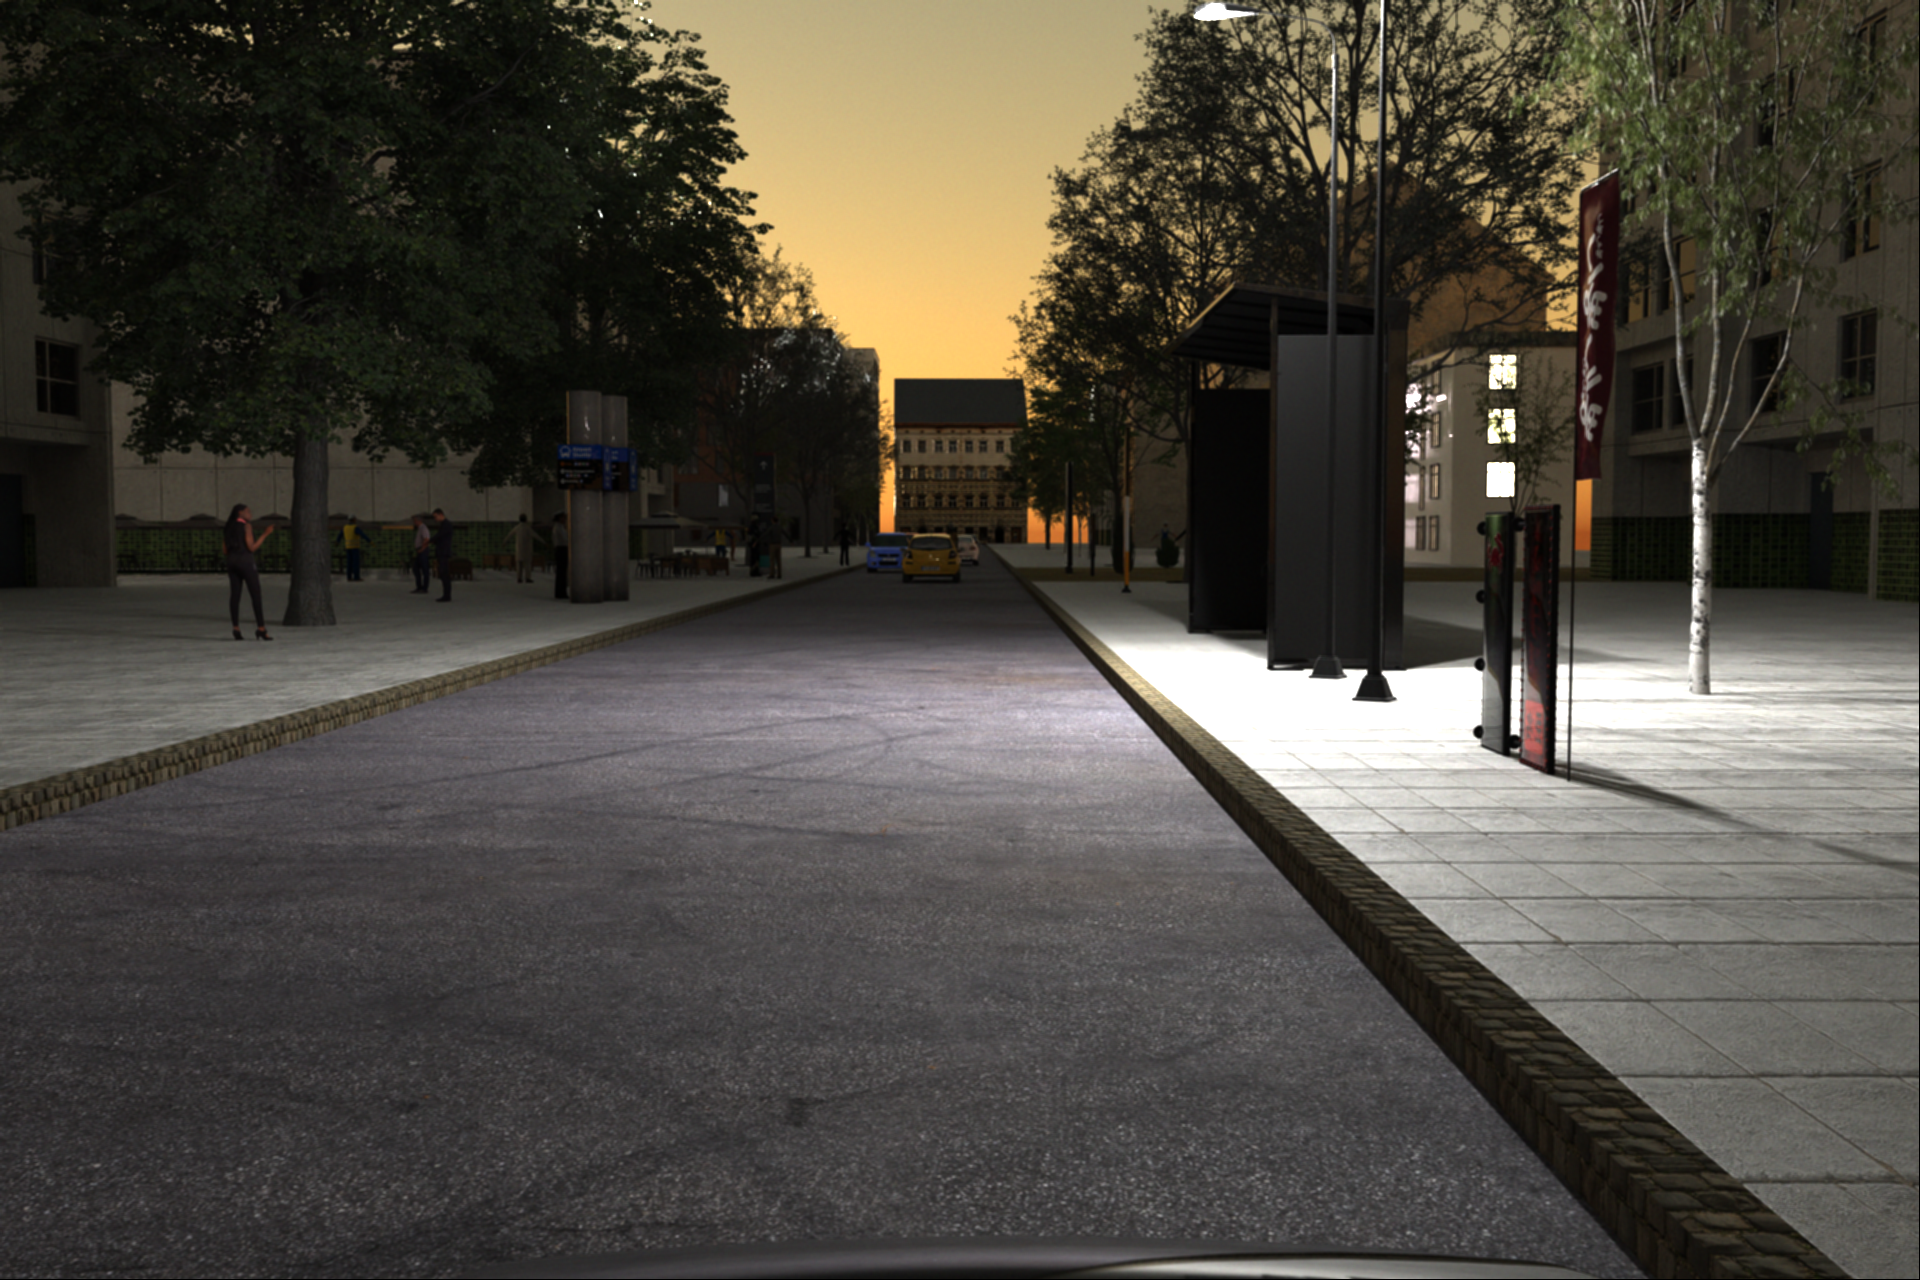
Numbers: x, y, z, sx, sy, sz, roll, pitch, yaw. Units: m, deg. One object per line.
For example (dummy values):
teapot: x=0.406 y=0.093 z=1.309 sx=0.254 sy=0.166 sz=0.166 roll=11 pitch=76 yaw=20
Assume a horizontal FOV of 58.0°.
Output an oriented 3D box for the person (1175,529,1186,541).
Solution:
person: x=9.256 y=-3.891 z=69.808 sx=1.347 sy=1.806 sz=0.705 roll=-1 pitch=4 yaw=-15

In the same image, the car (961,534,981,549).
car: x=0.644 y=-7.520 z=134.959 sx=2.014 sy=1.417 sz=4.499 roll=0 pitch=4 yaw=1

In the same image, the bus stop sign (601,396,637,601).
bus stop sign: x=-6.688 y=-2.706 z=33.267 sx=0.837 sy=3.901 sz=0.837 roll=0 pitch=3 yaw=0

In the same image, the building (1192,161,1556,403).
building: x=25.478 y=-17.161 z=111.505 sx=19.493 sy=23.208 sz=18.063 roll=0 pitch=4 yaw=1

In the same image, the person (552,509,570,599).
person: x=-7.859 y=-1.711 z=34.440 sx=0.721 sy=1.778 sz=1.216 roll=-2 pitch=4 yaw=-30

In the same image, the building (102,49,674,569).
building: x=-24.365 y=-13.020 z=79.340 sx=16.747 sy=18.905 sz=31.486 roll=0 pitch=4 yaw=1

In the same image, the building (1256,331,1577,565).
building: x=21.353 y=-8.791 z=85.877 sx=9.099 sy=9.664 sz=28.070 roll=0 pitch=4 yaw=1

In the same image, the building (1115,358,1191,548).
building: x=25.460 y=-20.674 z=168.945 sx=19.493 sy=23.208 sz=18.063 roll=0 pitch=4 yaw=1

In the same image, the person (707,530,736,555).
person: x=-10.553 y=-4.303 z=76.533 sx=1.347 sy=1.806 sz=0.705 roll=-1 pitch=4 yaw=-21

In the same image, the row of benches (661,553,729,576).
row of benches: x=-8.489 y=-2.422 z=55.059 sx=1.422 sy=0.672 sz=4.104 roll=-2 pitch=4 yaw=-32

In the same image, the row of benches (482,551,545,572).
row of benches: x=-15.513 y=-2.736 z=60.203 sx=1.422 sy=0.672 sz=4.104 roll=-3 pitch=4 yaw=-37

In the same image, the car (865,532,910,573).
car: x=-2.593 y=-3.414 z=65.404 sx=1.945 sy=1.707 sz=3.694 roll=0 pitch=4 yaw=1

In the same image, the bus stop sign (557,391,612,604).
bus stop sign: x=-6.948 y=-2.636 z=32.107 sx=0.837 sy=3.901 sz=0.837 roll=0 pitch=4 yaw=0

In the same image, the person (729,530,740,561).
person: x=-10.844 y=-4.675 z=83.233 sx=0.721 sy=1.733 sz=1.217 roll=-2 pitch=4 yaw=-27

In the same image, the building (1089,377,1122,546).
building: x=24.087 y=-20.081 z=194.781 sx=16.747 sy=18.905 sz=31.486 roll=0 pitch=3 yaw=0

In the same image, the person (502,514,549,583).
person: x=-11.488 y=-2.420 z=45.647 sx=1.344 sy=1.819 sz=0.704 roll=1 pitch=4 yaw=14

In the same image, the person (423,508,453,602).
person: x=-9.932 y=-1.619 z=32.957 sx=0.568 sy=1.767 sz=0.683 roll=-2 pitch=4 yaw=-29

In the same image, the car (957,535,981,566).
car: x=-0.059 y=-4.120 z=79.724 sx=2.083 sy=1.381 sz=4.827 roll=0 pitch=4 yaw=1

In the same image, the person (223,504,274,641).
person: x=-8.575 y=-0.819 z=20.908 sx=0.593 sy=1.643 sz=0.415 roll=-1 pitch=4 yaw=-19

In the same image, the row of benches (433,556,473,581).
row of benches: x=-14.410 y=-2.060 z=49.137 sx=1.422 sy=0.672 sz=4.104 roll=-1 pitch=4 yaw=-23

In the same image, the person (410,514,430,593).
person: x=-11.700 y=-1.866 z=37.495 sx=0.436 sy=1.711 sz=0.756 roll=-1 pitch=4 yaw=-17

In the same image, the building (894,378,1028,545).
building: x=-0.148 y=-25.068 z=243.238 sx=18.063 sy=23.208 sz=19.493 roll=0 pitch=4 yaw=-2

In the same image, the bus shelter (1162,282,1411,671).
bus shelter: x=3.434 y=-1.712 z=19.277 sx=1.731 sy=3.624 sz=6.357 roll=0 pitch=4 yaw=0

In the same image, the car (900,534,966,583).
car: x=-0.834 y=-2.571 z=52.255 sx=2.015 sy=1.641 sz=3.980 roll=0 pitch=4 yaw=1

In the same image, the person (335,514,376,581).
person: x=-16.471 y=-2.512 z=47.048 sx=1.349 sy=1.833 sz=0.705 roll=1 pitch=4 yaw=22

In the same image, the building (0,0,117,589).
building: x=-29.023 y=-9.753 z=25.916 sx=16.747 sy=18.905 sz=31.486 roll=0 pitch=4 yaw=1

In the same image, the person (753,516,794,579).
person: x=-5.329 y=-2.666 z=49.864 sx=1.348 sy=1.796 sz=0.705 roll=-2 pitch=4 yaw=-35

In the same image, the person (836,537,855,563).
person: x=-5.137 y=-4.176 z=77.549 sx=0.991 sy=1.433 sz=0.599 roll=2 pitch=4 yaw=26

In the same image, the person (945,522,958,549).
person: x=-0.374 y=-3.330 z=62.670 sx=0.705 sy=1.858 sz=1.354 roll=-2 pitch=4 yaw=-29

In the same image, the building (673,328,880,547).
building: x=-23.333 y=-21.054 z=188.203 sx=27.936 sy=21.610 sz=32.646 roll=0 pitch=4 yaw=0

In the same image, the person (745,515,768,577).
person: x=-6.153 y=-2.836 z=52.141 sx=0.705 sy=1.856 sz=1.354 roll=1 pitch=4 yaw=16

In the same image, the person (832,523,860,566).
person: x=-4.642 y=-3.879 z=70.136 sx=1.216 sy=1.740 sz=0.721 roll=1 pitch=4 yaw=20

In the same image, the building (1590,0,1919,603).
building: x=26.149 y=-10.183 z=32.956 sx=16.747 sy=18.905 sz=31.486 roll=0 pitch=4 yaw=1

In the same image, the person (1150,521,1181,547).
person: x=8.932 y=-4.243 z=75.230 sx=1.347 sy=1.847 sz=0.705 roll=1 pitch=4 yaw=14

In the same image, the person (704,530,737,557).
person: x=-8.771 y=-3.482 z=63.389 sx=1.216 sy=1.772 sz=0.721 roll=0 pitch=4 yaw=-2
